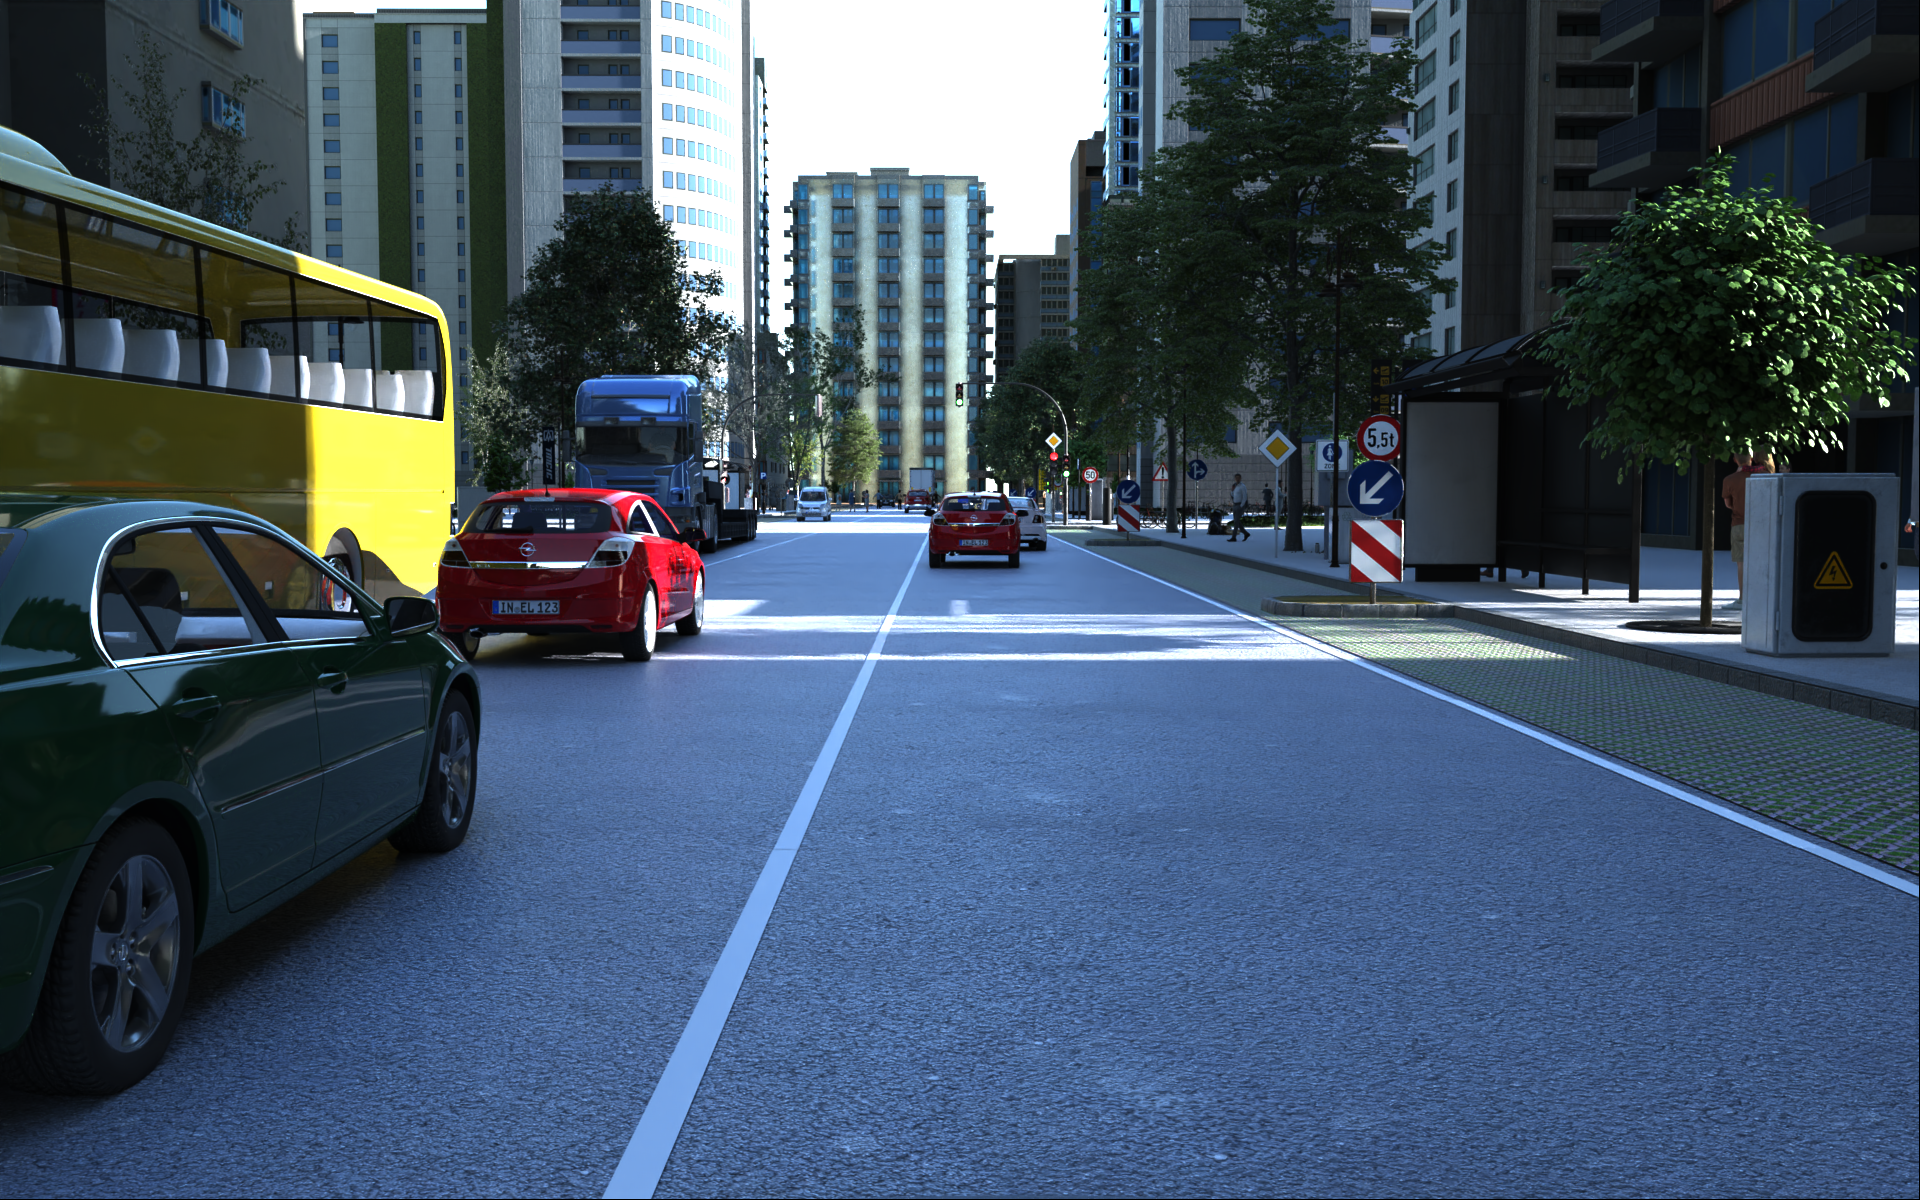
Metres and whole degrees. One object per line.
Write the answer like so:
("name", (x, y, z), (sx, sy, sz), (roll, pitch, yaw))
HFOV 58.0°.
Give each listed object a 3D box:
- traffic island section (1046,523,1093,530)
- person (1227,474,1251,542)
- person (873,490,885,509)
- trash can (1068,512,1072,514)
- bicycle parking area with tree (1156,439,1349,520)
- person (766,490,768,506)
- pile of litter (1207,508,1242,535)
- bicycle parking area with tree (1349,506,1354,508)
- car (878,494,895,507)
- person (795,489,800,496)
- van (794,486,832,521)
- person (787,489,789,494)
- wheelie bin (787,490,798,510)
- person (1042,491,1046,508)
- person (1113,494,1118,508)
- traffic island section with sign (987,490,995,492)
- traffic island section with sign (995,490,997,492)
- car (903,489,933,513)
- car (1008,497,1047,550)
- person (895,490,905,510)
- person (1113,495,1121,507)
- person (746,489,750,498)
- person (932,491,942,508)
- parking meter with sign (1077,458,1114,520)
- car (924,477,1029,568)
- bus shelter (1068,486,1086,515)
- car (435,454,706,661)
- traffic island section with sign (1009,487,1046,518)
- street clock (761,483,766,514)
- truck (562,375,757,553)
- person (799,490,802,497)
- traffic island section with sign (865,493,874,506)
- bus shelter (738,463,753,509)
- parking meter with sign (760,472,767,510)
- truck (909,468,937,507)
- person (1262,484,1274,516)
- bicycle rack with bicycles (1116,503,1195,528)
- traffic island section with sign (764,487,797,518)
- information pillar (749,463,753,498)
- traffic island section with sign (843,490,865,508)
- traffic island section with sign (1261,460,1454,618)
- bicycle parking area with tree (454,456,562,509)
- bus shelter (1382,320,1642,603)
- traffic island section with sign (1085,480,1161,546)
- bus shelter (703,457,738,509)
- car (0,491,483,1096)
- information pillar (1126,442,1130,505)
("traffic island section", (4.328, -2.969, 70.820), (2.009, 0.180, 2.903), (0, 4, 0))
("person", (7.521, -2.488, 46.818), (0.850, 1.850, 0.679), (-2, 4, -28))
("person", (-7.935, -9.822, 169.073), (1.348, 1.826, 0.705), (2, 4, 24))
("trash can", (7.018, -5.991, 109.611), (0.748, 1.137, 0.748), (0, 3, 0))
("bicycle parking area with tree", (14.811, -6.344, 90.720), (8.231, 4.147, 9.016), (0, 4, -5))
("person", (-20.496, -10.711, 181.878), (0.721, 1.736, 1.217), (1, 4, 20))
("pile of litter", (8.331, -2.497, 54.786), (1.176, 0.858, 1.719), (1, 4, 21))
("bicycle parking area with tree", (20.775, -7.391, 107.850), (9.016, 4.147, 8.231), (0, 4, 3))
("car", (-7.975, -10.934, 188.557), (2.009, 1.686, 4.222), (0, 4, 0))
("person", (-15.513, -9.575, 162.225), (1.348, 1.869, 0.705), (-2, 4, -26))
("van", (-7.768, -5.204, 92.100), (2.013, 2.044, 4.112), (0, 4, -1))
("person", (-15.599, -9.172, 156.944), (0.756, 1.711, 0.436), (-2, 4, -25))
("wheelie bin", (-13.397, -7.990, 138.548), (0.980, 1.594, 0.693), (1, 4, 20))
("person", (7.999, -9.625, 163.426), (0.705, 1.823, 1.348), (1, 4, 19))
("person", (13.690, -8.891, 151.675), (0.793, 1.790, 0.793), (3, 5, 42))
("traffic island section with sign", (3.311, -12.197, 208.047), (1.989, 1.847, 2.006), (0, 4, 0))
("traffic island section with sign", (3.882, -7.496, 131.185), (1.989, 1.847, 2.006), (0, 4, 0))
("car", (-3.165, -7.457, 130.594), (2.281, 1.827, 5.304), (0, 4, -1))
("car", (1.243, -2.022, 45.424), (2.083, 1.381, 4.827), (0, 4, -1))
("person", (-5.555, -9.298, 160.538), (1.348, 1.823, 0.705), (3, 4, 36))
("person", (12.911, -8.287, 141.814), (0.850, 1.792, 0.678), (0, 4, 1))
("person", (-19.287, -9.223, 157.507), (0.551, 1.740, 0.621), (2, 4, 34))
("person", (-2.425, -10.435, 179.626), (1.217, 1.766, 0.721), (2, 4, 29))
("parking meter with sign", (6.641, -5.412, 84.751), (1.738, 3.016, 0.543), (0, 4, -4))
("car", (0.321, -1.597, 35.151), (2.155, 1.783, 4.494), (0, 4, 2))
("bus shelter", (7.307, -6.602, 101.862), (2.014, 3.302, 5.546), (0, 4, 0))
("car", (-3.540, -0.446, 16.338), (2.155, 1.783, 4.494), (0, 4, 0))
("traffic island section with sign", (4.089, -5.804, 103.525), (1.989, 1.847, 2.006), (0, 4, 0))
("street clock", (-12.662, -6.557, 111.777), (0.358, 2.002, 0.471), (0, 4, 4))
("truck", (-7.237, -3.377, 44.973), (2.967, 4.110, 18.799), (0, 4, -2))
("person", (-19.838, -12.868, 216.301), (0.709, 1.838, 0.599), (0, 4, -1))
("traffic island section with sign", (-11.399, -12.195, 208.018), (1.989, 1.847, 2.006), (0, 4, 0))
("bus shelter", (-14.624, -7.177, 111.261), (2.014, 3.302, 5.546), (0, 4, 0))
("parking meter with sign", (-15.641, -8.653, 137.732), (0.543, 3.016, 1.738), (0, 4, -6))
("truck", (-4.043, -12.243, 189.083), (2.839, 4.237, 11.283), (0, 4, 1))
("person", (18.138, -5.918, 102.157), (0.648, 1.900, 0.474), (-1, 4, -14))
("bicycle rack with bicycles", (7.498, -3.181, 65.392), (2.925, 0.926, 2.852), (1, 4, 13))
("traffic island section with sign", (-10.638, -5.793, 103.346), (1.989, 1.847, 2.006), (0, 4, 0))
("information pillar", (-15.544, -8.422, 129.056), (0.183, 3.616, 0.504), (-2, 4, -35))
("traffic island section with sign", (-11.199, -10.547, 181.063), (1.989, 1.847, 2.006), (0, 4, 0))
("traffic island section with sign", (4.704, -0.748, 20.859), (1.989, 1.847, 2.006), (0, 4, 0))
("bicycle parking area with tree", (-37.364, -9.495, 142.240), (8.231, 4.147, 9.016), (-2, 4, -32))
("bus shelter", (7.233, -1.766, 22.793), (2.014, 3.302, 5.546), (0, 4, 0))
("traffic island section with sign", (4.498, -2.418, 48.165), (1.989, 1.847, 2.006), (0, 4, 0))
("bus shelter", (-14.130, -6.390, 98.399), (2.014, 3.302, 5.546), (0, 4, 0))
("car", (-2.907, 0.383, 5.543), (2.131, 1.459, 4.920), (0, 4, -1))
("information pillar", (7.605, -5.322, 78.376), (0.183, 3.616, 0.504), (1, 4, 12))
